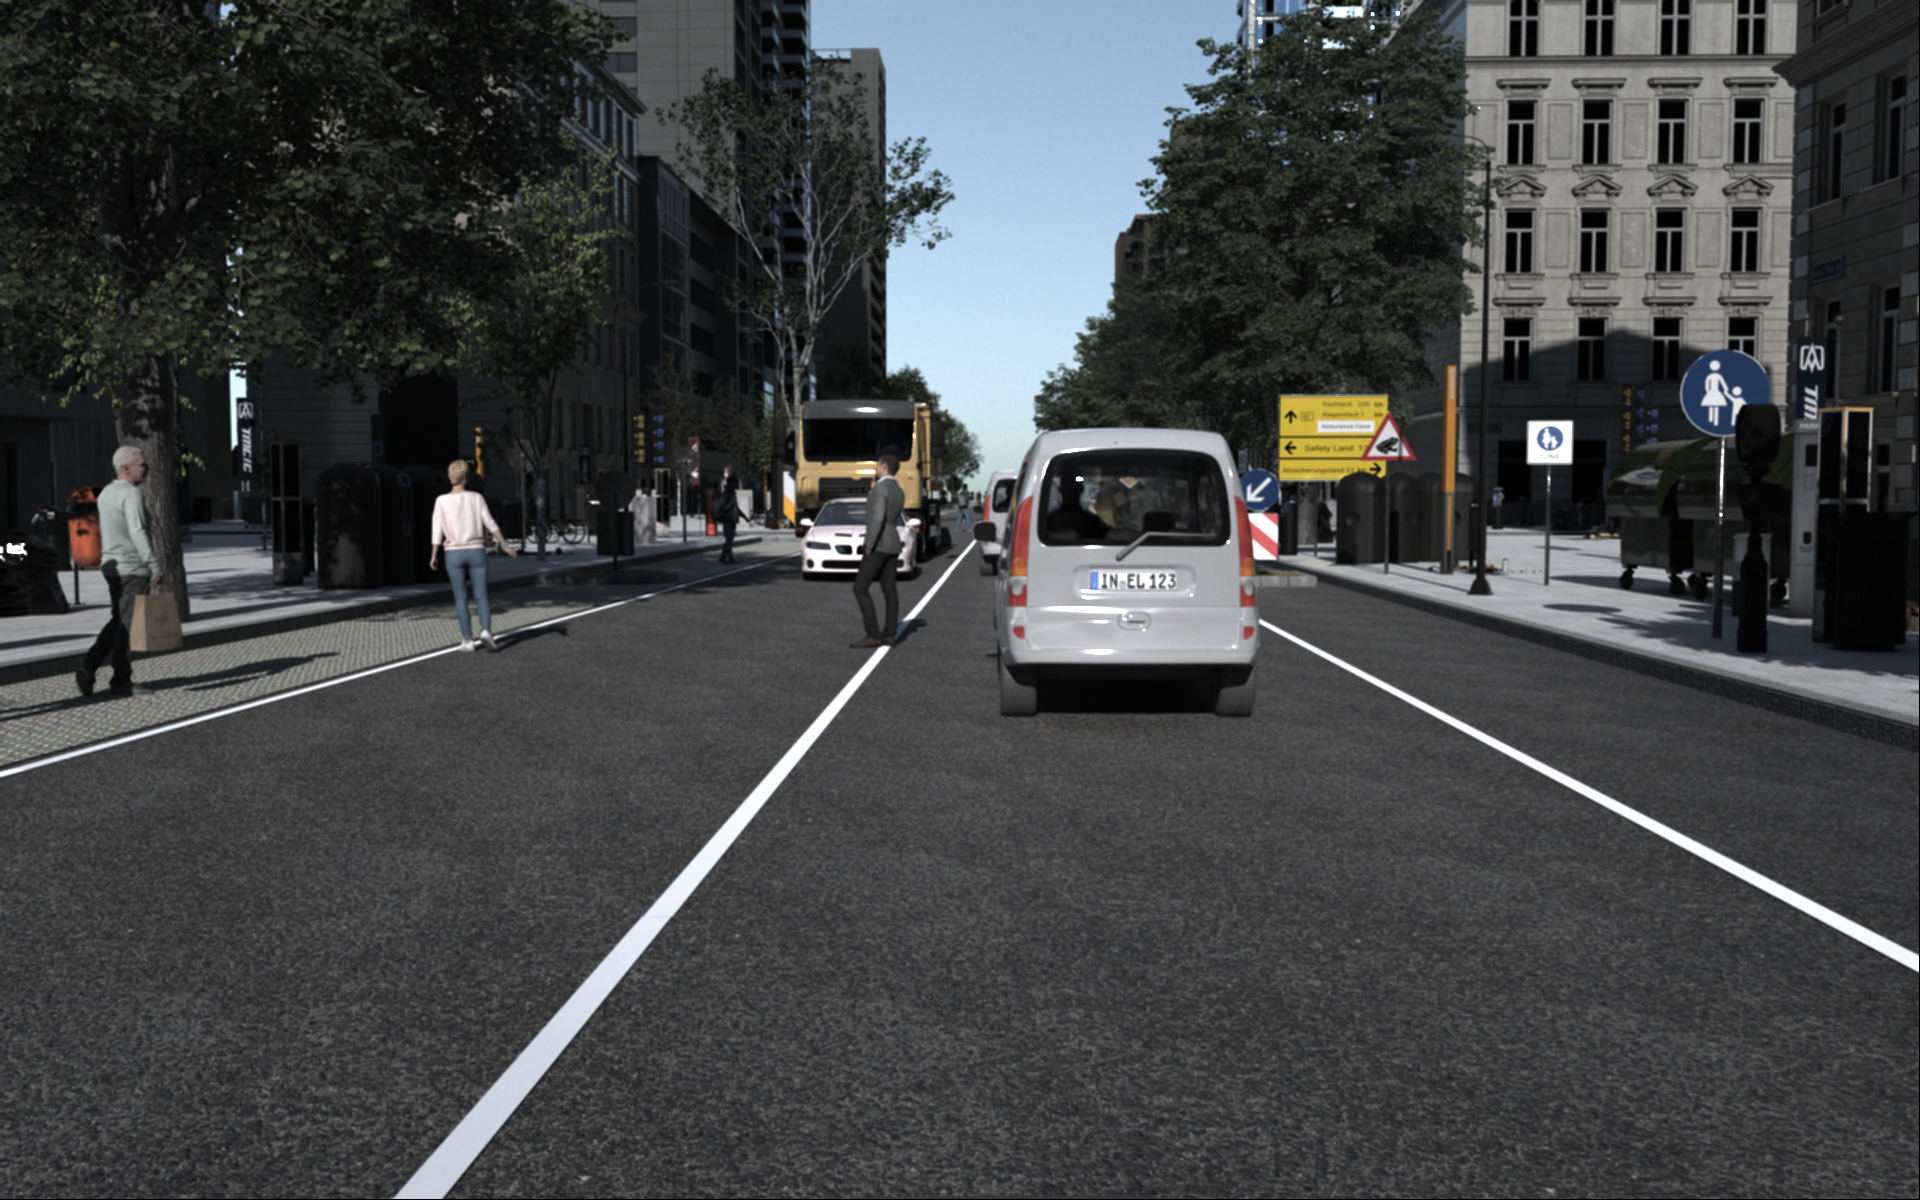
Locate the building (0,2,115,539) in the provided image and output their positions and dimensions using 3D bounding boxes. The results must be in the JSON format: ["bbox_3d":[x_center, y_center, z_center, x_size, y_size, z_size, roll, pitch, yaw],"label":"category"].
[{"bbox_3d":[-25.683,-16.018,33.599,14.107,30.474,14.160,0,4,2],"label":"building"}]

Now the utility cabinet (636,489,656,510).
[{"bbox_3d":[-14.764,-4.493,82.132,1.173,1.500,0.318,-1,4,-10],"label":"utility cabinet"}]

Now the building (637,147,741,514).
[{"bbox_3d":[-23.455,-17.878,111.373,14.314,24.678,30.058,0,4,2],"label":"building"}]

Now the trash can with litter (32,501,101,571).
[{"bbox_3d":[-14.894,-1.076,28.977,1.055,1.170,0.624,-3,4,-38],"label":"trash can with litter"}]

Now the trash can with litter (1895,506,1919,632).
[{"bbox_3d":[9.097,-0.307,16.400,0.624,1.170,1.055,3,5,42],"label":"trash can with litter"}]

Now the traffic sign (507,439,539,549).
[{"bbox_3d":[-10.158,-2.457,40.284,0.768,2.556,0.104,0,4,6],"label":"traffic sign"}]

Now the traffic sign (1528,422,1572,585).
[{"bbox_3d":[8.255,-1.356,24.304,0.606,2.300,0.079,1,4,11],"label":"traffic sign"}]

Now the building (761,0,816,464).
[{"bbox_3d":[-25.375,-52.529,171.512,22.319,86.520,31.000,0,4,2],"label":"building"}]

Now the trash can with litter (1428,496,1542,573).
[{"bbox_3d":[8.697,-1.115,29.287,1.678,1.210,2.233,0,4,-6],"label":"trash can with litter"}]

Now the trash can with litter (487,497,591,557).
[{"bbox_3d":[-8.996,-1.542,36.271,2.233,1.210,1.678,-3,4,-37],"label":"trash can with litter"}]

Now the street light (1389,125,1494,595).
[{"bbox_3d":[6.110,-3.023,21.974,1.470,5.913,1.316,0,4,2],"label":"street light"}]

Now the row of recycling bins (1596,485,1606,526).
[{"bbox_3d":[26.245,-3.716,67.868,1.069,1.692,3.534,-1,4,-19],"label":"row of recycling bins"}]

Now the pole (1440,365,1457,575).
[{"bbox_3d":[7.780,-2.064,27.591,0.158,3.312,0.155,0,3,0],"label":"pole"}]

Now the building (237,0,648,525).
[{"bbox_3d":[-23.723,-17.523,83.757,12.463,27.353,25.104,0,4,2],"label":"building"}]

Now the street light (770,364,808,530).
[{"bbox_3d":[-6.129,-5.485,62.216,1.470,5.913,1.316,0,4,2],"label":"street light"}]

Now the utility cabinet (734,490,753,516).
[{"bbox_3d":[-11.172,-4.869,88.288,1.173,1.500,0.318,-1,4,-14],"label":"utility cabinet"}]

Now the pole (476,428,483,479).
[{"bbox_3d":[-14.775,-3.637,53.311,0.158,3.312,0.155,0,3,0],"label":"pole"}]

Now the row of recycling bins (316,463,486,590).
[{"bbox_3d":[-7.967,-1.079,24.748,1.069,1.692,3.534,1,4,15],"label":"row of recycling bins"}]

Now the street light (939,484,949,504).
[{"bbox_3d":[-1.795,-13.722,196.902,1.470,5.913,1.316,0,4,2],"label":"street light"}]

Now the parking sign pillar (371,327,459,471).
[{"bbox_3d":[-8.677,-2.393,27.600,1.447,3.967,1.447,3,5,42],"label":"parking sign pillar"}]

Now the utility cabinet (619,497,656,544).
[{"bbox_3d":[-8.303,-2.043,44.561,1.020,1.237,0.306,2,4,30],"label":"utility cabinet"}]

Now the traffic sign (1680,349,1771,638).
[{"bbox_3d":[6.738,-0.932,15.340,0.768,2.556,0.104,0,4,6],"label":"traffic sign"}]

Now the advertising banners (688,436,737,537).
[{"bbox_3d":[-7.464,-3.418,52.070,2.074,3.025,0.090,3,5,40],"label":"advertising banners"}]

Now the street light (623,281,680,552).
[{"bbox_3d":[-6.782,-3.995,37.858,1.470,5.913,1.316,0,4,2],"label":"street light"}]

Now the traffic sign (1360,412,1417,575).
[{"bbox_3d":[6.797,-1.684,27.539,0.884,2.594,0.081,0,4,3],"label":"traffic sign"}]

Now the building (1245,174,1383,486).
[{"bbox_3d":[26.571,-18.077,124.445,11.050,23.489,19.941,0,4,2],"label":"building"}]

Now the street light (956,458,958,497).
[{"bbox_3d":[-1.010,-15.174,220.632,1.470,5.913,1.316,0,4,2],"label":"street light"}]

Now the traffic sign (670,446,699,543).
[{"bbox_3d":[-7.290,-2.795,45.800,0.768,2.556,0.104,1,4,9],"label":"traffic sign"}]

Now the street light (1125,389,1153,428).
[{"bbox_3d":[7.825,-6.289,75.358,1.470,5.913,1.316,0,4,2],"label":"street light"}]

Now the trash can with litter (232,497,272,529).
[{"bbox_3d":[-25.713,-3.244,64.097,2.233,1.210,1.678,-1,4,-11],"label":"trash can with litter"}]

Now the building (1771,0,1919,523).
[{"bbox_3d":[24.446,-14.084,27.540,12.463,27.353,25.104,0,4,2],"label":"building"}]

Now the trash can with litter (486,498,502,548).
[{"bbox_3d":[-11.501,-1.812,41.016,0.624,1.170,1.055,2,4,24],"label":"trash can with litter"}]

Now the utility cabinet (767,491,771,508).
[{"bbox_3d":[-14.400,-7.594,132.846,0.318,1.500,1.173,2,4,25],"label":"utility cabinet"}]

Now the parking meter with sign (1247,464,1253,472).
[{"bbox_3d":[17.265,-6.272,98.804,1.738,3.016,0.543,3,4,36],"label":"parking meter with sign"}]

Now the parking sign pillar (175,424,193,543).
[{"bbox_3d":[-21.153,-3.508,45.834,1.447,3.967,1.447,3,5,43],"label":"parking sign pillar"}]

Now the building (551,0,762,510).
[{"bbox_3d":[-25.274,-43.256,145.493,20.563,71.187,20.611,0,4,2],"label":"building"}]

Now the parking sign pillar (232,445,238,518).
[{"bbox_3d":[-40.104,-6.525,95.163,1.447,3.967,1.447,0,4,2],"label":"parking sign pillar"}]

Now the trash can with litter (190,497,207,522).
[{"bbox_3d":[-34.634,-4.100,78.430,1.055,1.170,0.624,2,4,28],"label":"trash can with litter"}]

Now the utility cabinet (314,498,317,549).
[{"bbox_3d":[-14.561,-1.794,40.486,0.306,1.237,1.020,2,4,32],"label":"utility cabinet"}]

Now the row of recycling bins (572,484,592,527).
[{"bbox_3d":[-15.122,-3.828,69.702,1.069,1.692,3.534,-1,4,-13],"label":"row of recycling bins"}]

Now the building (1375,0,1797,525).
[{"bbox_3d":[42.060,-18.400,77.259,44.131,29.872,17.030,0,4,2],"label":"building"}]

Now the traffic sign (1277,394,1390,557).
[{"bbox_3d":[7.605,-2.537,35.347,2.265,3.308,0.079,0,4,4],"label":"traffic sign"}]

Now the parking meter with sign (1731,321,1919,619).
[{"bbox_3d":[8.933,-1.319,17.828,1.738,3.016,0.543,2,4,27],"label":"parking meter with sign"}]

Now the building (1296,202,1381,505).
[{"bbox_3d":[25.949,-14.702,105.011,10.561,19.102,19.286,0,4,2],"label":"building"}]

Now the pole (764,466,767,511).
[{"bbox_3d":[-14.034,-8.024,125.028,0.158,3.312,0.155,0,3,0],"label":"pole"}]

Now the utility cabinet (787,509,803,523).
[{"bbox_3d":[-7.192,-4.046,77.314,1.020,1.237,0.306,-1,4,-13],"label":"utility cabinet"}]

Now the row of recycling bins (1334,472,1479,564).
[{"bbox_3d":[8.561,-1.572,32.809,3.534,1.692,1.069,-2,4,-35],"label":"row of recycling bins"}]

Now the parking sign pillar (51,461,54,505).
[{"bbox_3d":[-57.576,-7.284,107.570,1.447,3.967,1.447,1,4,23],"label":"parking sign pillar"}]

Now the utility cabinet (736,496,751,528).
[{"bbox_3d":[-8.507,-3.351,65.945,1.020,1.237,0.306,0,4,1],"label":"utility cabinet"}]

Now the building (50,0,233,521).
[{"bbox_3d":[-45.474,-15.892,77.855,19.932,24.808,12.078,0,4,2],"label":"building"}]

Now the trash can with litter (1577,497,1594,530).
[{"bbox_3d":[22.457,-3.118,62.366,0.624,1.170,1.055,1,4,10],"label":"trash can with litter"}]

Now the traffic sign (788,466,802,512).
[{"bbox_3d":[-4.839,-3.001,52.714,0.795,2.450,0.064,0,4,2],"label":"traffic sign"}]

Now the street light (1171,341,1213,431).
[{"bbox_3d":[7.044,-4.876,52.270,1.470,5.913,1.316,0,4,2],"label":"street light"}]

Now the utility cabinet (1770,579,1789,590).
[{"bbox_3d":[11.101,-0.763,23.645,0.306,1.237,1.020,-2,4,-23],"label":"utility cabinet"}]

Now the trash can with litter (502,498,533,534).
[{"bbox_3d":[-13.629,-2.550,53.079,1.055,1.170,0.624,1,4,12],"label":"trash can with litter"}]
